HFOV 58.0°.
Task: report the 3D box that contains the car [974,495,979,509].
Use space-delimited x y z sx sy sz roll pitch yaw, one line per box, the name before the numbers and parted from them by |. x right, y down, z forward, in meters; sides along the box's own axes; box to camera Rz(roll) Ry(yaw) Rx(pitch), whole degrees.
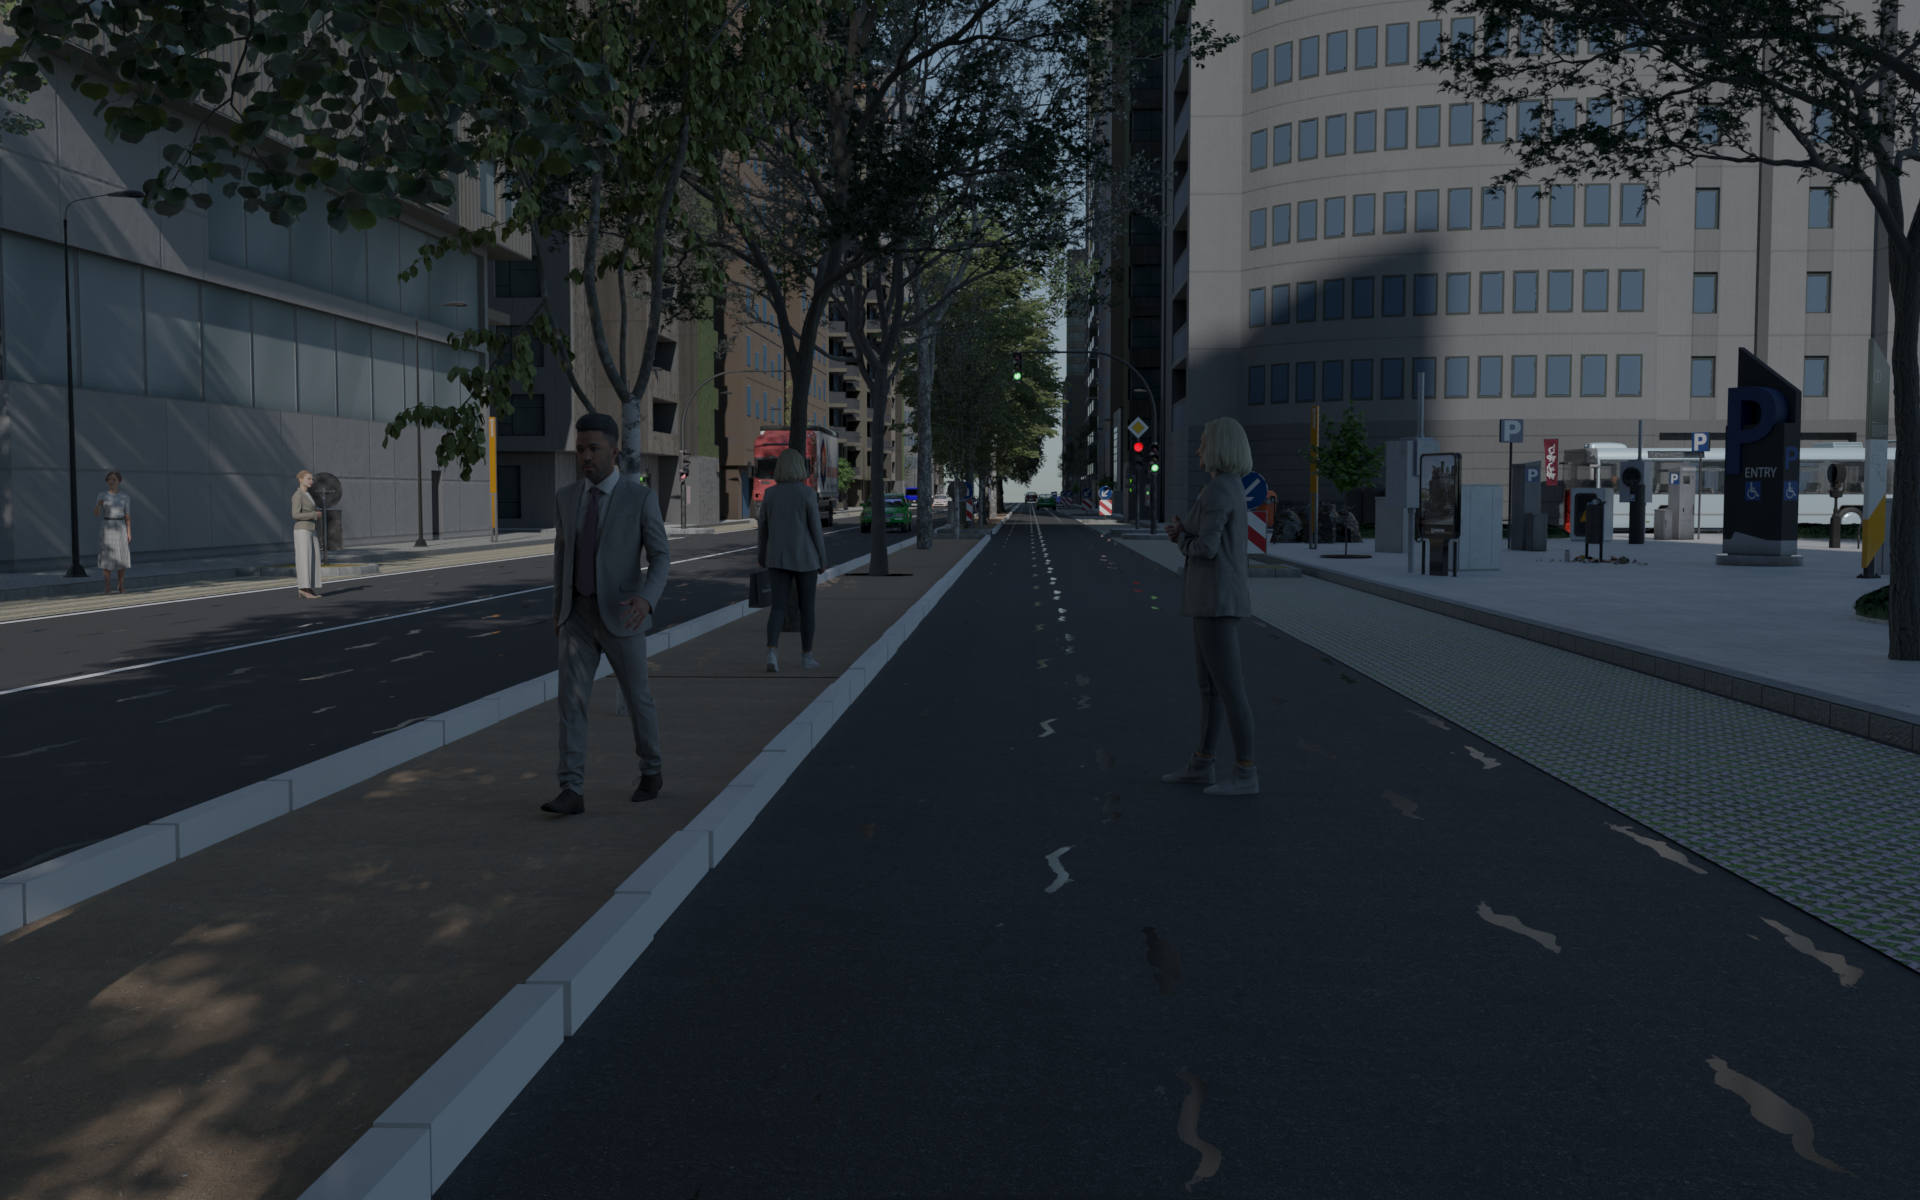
car | 0.977 -9.156 162.281 1.945 1.354 3.894 0 4 3

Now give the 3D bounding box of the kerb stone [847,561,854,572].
kerb stone | -2.104 -0.585 31.845 0.120 0.150 1.000 0 4 2

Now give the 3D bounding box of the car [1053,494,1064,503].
car | 13.508 -14.180 241.439 1.945 1.707 3.694 0 4 3

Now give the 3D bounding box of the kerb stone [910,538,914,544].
kerb stone | -1.452 -1.592 48.232 0.120 0.150 1.000 0 4 2

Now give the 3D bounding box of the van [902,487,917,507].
van | -3.872 -9.014 151.759 2.240 2.365 5.245 0 4 1

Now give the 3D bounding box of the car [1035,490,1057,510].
car | 7.827 -9.100 157.585 1.959 1.807 4.718 0 4 1

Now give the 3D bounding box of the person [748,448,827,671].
person | -1.444 -0.328 14.047 0.709 1.800 0.728 1 4 18

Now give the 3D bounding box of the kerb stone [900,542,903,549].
kerb stone | -1.612 -1.341 44.125 0.120 0.150 1.000 0 4 2

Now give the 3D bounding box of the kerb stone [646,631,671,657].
kerb stone | -2.768 0.415 15.459 0.120 0.150 1.000 0 4 2

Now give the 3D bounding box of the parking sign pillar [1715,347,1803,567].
parking sign pillar | 14.446 -2.613 31.202 1.447 3.967 1.447 -2 4 -23

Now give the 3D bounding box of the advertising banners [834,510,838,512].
advertising banners | -9.173 -8.033 127.523 0.090 3.025 2.074 0 4 5

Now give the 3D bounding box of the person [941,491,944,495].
person | -2.531 -14.638 247.906 1.350 1.814 0.705 1 4 22

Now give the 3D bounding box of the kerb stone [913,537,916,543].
kerb stone | -1.413 -1.655 49.255 0.120 0.150 1.000 0 4 2

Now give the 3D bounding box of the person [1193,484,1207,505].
person | 6.351 -2.190 45.307 0.522 1.701 0.512 2 4 24

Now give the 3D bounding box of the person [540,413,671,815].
person | -1.592 0.058 7.829 0.678 1.792 0.850 1 4 15

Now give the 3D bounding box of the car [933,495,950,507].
car | -2.159 -10.906 190.674 2.083 1.381 4.827 0 4 3

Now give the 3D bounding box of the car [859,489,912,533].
car | -2.778 -3.470 65.527 1.959 1.807 4.718 0 4 1

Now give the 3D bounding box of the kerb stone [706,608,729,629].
kerb stone | -2.640 0.224 18.530 0.120 0.150 1.000 0 4 2

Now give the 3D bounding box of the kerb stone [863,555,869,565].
kerb stone | -1.984 -0.773 34.909 0.120 0.150 1.000 0 4 2

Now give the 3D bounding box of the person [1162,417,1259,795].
person | 1.179 0.022 8.328 0.526 1.800 0.537 1 4 23

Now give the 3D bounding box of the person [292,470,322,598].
person | -8.935 -0.899 23.755 0.362 1.759 0.519 0 4 -1

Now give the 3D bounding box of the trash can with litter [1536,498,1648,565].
trash can with litter | 11.946 -1.300 32.308 1.678 1.210 2.233 -1 4 -10

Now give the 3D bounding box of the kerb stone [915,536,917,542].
kerb stone | -1.373 -1.717 50.277 0.120 0.150 1.000 0 4 2

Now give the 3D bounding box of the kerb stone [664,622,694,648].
kerb stone | -2.718 0.349 16.486 0.120 0.150 1.000 0 4 2

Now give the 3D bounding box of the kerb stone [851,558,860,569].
kerb stone | -2.064 -0.653 32.866 0.120 0.150 1.000 0 4 2

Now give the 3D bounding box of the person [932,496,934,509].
person | -2.655 -9.166 161.547 0.628 1.438 0.799 -3 5 -43

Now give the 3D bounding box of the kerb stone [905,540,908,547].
kerb stone | -1.538 -1.462 46.175 0.120 0.150 1.000 0 4 2

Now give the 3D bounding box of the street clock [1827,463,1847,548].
street clock | 20.732 -2.228 40.995 0.358 2.002 0.471 0 4 -1

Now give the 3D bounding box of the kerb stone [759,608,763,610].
kerb stone | -2.512 0.040 21.606 0.120 0.150 1.000 0 4 2

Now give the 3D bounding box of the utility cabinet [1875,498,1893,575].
utility cabinet | 15.145 -1.001 27.521 1.020 1.237 0.306 0 4 8

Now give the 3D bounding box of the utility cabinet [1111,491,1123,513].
utility cabinet | 10.364 -6.452 114.166 0.318 1.500 1.173 3 4 38

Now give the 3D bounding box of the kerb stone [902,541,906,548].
kerb stone | -1.566 -1.404 45.146 0.120 0.150 1.000 0 4 2

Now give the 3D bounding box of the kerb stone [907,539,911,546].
kerb stone | -1.494 -1.528 47.203 0.120 0.150 1.000 0 4 2

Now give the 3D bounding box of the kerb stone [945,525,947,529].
kerb stone | -0.701 -2.753 67.213 0.120 0.150 1.000 0 4 2

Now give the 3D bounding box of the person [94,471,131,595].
person | -11.958 -0.942 24.473 0.480 1.755 0.524 -3 4 -37

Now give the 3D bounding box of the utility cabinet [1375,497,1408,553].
utility cabinet | 9.523 -1.642 38.008 0.306 1.237 1.020 -1 4 -21

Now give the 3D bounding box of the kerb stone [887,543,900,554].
kerb stone | -1.658 -1.278 43.096 0.120 0.150 1.000 0 4 2

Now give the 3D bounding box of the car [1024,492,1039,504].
car | 10.756 -15.432 260.992 2.281 1.827 5.304 0 4 2

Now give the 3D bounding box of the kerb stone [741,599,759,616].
kerb stone | -2.552 0.099 20.584 0.120 0.150 1.000 0 4 2

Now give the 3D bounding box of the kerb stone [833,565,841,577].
kerb stone | -2.197 -0.461 29.800 0.120 0.150 1.000 0 4 2

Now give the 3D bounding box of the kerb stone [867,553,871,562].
kerb stone | -1.951 -0.835 35.932 0.120 0.150 1.000 0 4 2

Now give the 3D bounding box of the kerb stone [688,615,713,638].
kerb stone | -2.677 0.287 17.507 0.120 0.150 1.000 0 4 2

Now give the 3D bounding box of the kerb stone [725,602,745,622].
kerb stone | -2.603 0.161 19.560 0.120 0.150 1.000 0 4 2

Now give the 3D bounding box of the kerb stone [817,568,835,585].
kerb stone | -2.231 -0.399 28.778 0.120 0.150 1.000 0 4 2

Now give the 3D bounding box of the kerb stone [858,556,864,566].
kerb stone | -2.027 -0.715 33.888 0.120 0.150 1.000 0 4 2

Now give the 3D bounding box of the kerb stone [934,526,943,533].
kerb stone | -0.817 -2.565 64.141 0.120 0.150 1.000 0 4 2

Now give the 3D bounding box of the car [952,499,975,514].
car | 0.152 -6.712 122.319 1.945 1.354 3.894 0 4 4

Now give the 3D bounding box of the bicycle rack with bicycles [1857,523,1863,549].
bicycle rack with bicycles | 22.216 -1.636 40.131 2.852 0.926 2.925 -1 4 -15

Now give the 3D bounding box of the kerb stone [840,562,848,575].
kerb stone | -2.147 -0.528 30.823 0.120 0.150 1.000 0 4 2

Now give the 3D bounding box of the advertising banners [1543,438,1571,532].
advertising banners | 19.141 -3.545 54.142 0.090 3.025 2.074 -3 5 -40
